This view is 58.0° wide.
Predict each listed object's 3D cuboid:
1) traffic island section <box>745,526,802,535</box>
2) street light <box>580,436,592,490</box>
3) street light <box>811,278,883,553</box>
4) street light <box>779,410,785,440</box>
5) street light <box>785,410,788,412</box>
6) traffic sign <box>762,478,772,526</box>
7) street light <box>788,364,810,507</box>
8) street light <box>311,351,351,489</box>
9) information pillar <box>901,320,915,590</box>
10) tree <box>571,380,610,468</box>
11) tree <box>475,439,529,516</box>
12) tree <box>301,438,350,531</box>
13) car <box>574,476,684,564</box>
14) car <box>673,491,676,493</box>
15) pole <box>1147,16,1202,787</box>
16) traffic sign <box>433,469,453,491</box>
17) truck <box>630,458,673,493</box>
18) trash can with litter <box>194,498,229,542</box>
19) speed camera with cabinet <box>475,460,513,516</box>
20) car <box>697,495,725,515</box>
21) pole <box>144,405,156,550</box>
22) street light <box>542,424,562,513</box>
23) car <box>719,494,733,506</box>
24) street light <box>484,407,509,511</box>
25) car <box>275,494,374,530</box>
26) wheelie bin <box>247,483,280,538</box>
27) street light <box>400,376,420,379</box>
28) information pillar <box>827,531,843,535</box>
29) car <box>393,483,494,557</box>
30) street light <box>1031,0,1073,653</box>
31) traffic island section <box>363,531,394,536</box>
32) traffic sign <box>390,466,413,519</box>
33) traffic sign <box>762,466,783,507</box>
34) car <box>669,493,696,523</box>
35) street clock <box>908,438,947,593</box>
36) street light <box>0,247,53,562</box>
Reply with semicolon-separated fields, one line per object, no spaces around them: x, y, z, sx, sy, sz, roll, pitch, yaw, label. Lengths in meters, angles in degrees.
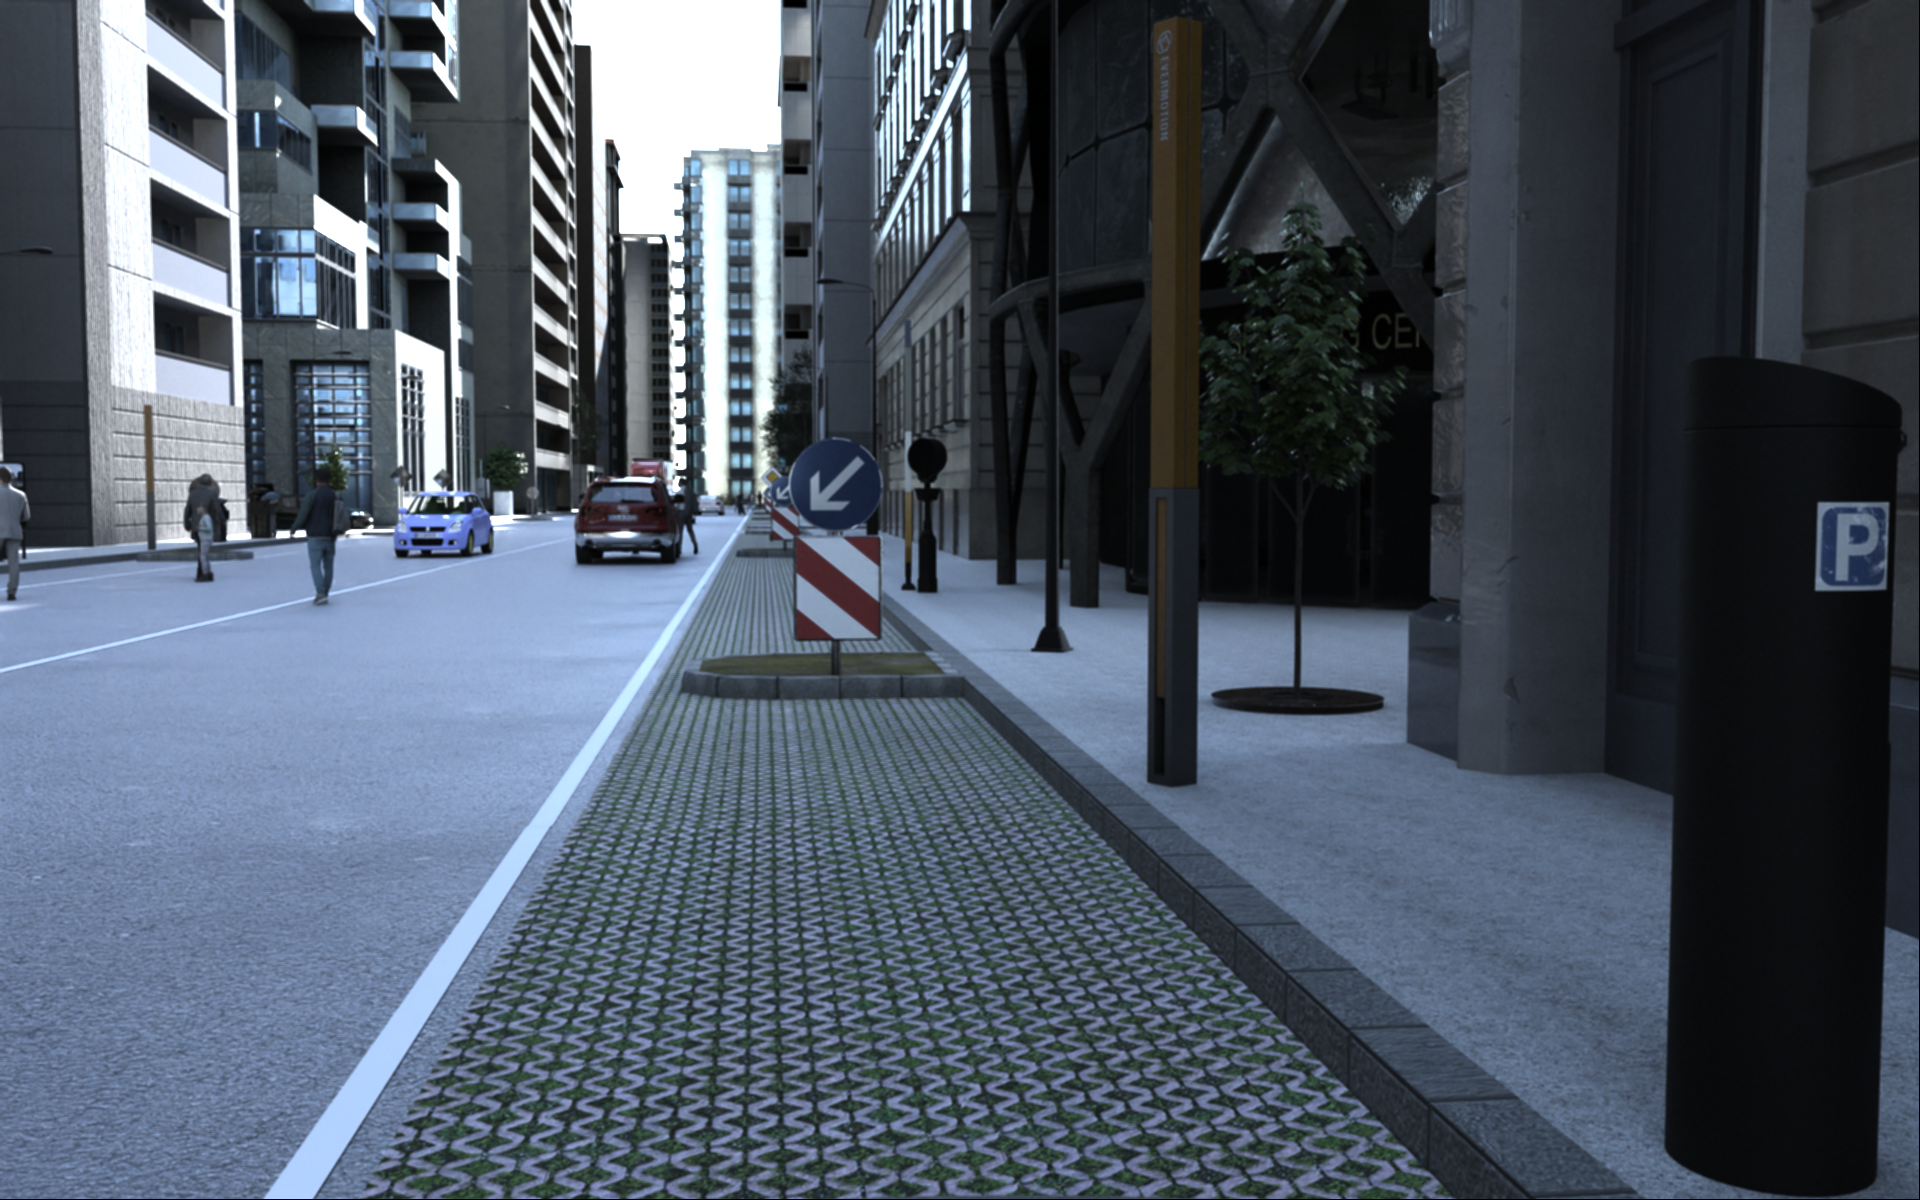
-6.685;-2.433;62.060;2.009;0.180;2.903;0;4;-7;traffic island section
-30.007;-10.202;139.345;1.470;5.913;1.316;0;4;-7;street light
-2.388;-3.972;37.485;1.470;5.913;1.316;0;4;-7;street light
-9.131;-7.549;95.962;1.470;5.913;1.316;0;4;-7;street light
-6.460;-6.110;72.439;1.470;5.913;1.316;0;4;-7;street light
-7.616;-4.053;69.914;0.795;2.450;0.064;0;4;-7;traffic sign
-5.301;-5.475;62.056;1.470;5.913;1.316;0;4;-7;street light
-20.421;-5.117;56.212;1.470;5.913;1.316;0;4;-7;street light
-0.692;-1.943;23.115;0.183;3.616;0.504;0;4;-2;information pillar
-30.834;-12.079;131.901;8.767;10.594;7.601;0;4;-8;tree
-27.474;-7.361;104.058;4.285;4.588;4.351;0;3;0;tree
-21.568;-3.984;59.743;1.663;3.219;1.824;0;3;0;tree
-7.100;-1.750;37.278;2.281;1.827;5.304;0;4;-7;car
-33.084;-11.864;202.649;2.281;1.827;5.304;0;4;-6;car
0.940;-0.840;7.581;0.158;3.312;0.155;0;3;0;pole
-20.429;-3.965;68.473;0.795;2.450;0.064;0;4;-7;traffic sign
-24.600;-9.124;138.088;2.839;4.237;11.283;0;4;-5;truck
-20.082;-2.135;46.290;1.055;1.170;0.624;1;4;16;trash can with litter
-26.895;-6.460;99.964;2.038;3.252;0.660;0;4;4;speed camera with cabinet
-17.037;-6.454;117.887;2.083;1.381;4.827;0;4;-5;car
-18.617;-2.811;39.809;0.158;3.312;0.155;0;3;0;pole
-27.232;-8.745;115.518;1.470;5.913;1.316;0;4;-7;street light
-29.000;-12.457;213.887;2.015;1.641;3.980;0;4;-6;car
-24.646;-7.305;91.985;1.470;5.913;1.316;0;4;-7;street light
-23.805;-3.297;63.698;4.222;1.686;2.009;0;4;-7;car
-20.249;-2.593;50.308;0.980;1.594;0.693;0;4;-4;wheelie bin
-21.900;-5.847;68.144;1.470;5.913;1.316;0;4;-7;street light
-3.320;-2.536;45.958;0.304;2.012;0.304;2;4;32;information pillar
-12.070;-1.894;40.550;1.945;1.707;3.694;0;4;-5;car
0.217;-2.533;13.954;1.470;5.913;1.316;0;4;-7;street light
-19.543;-2.344;60.598;2.009;0.180;2.903;0;4;-7;traffic island section
-19.520;-3.480;60.539;0.795;2.450;0.064;0;4;-7;traffic sign
-6.707;-3.568;61.980;0.795;2.450;0.064;0;4;-7;traffic sign
-13.693;-4.540;83.269;2.155;1.783;4.494;0;4;-5;car
-0.424;-1.100;22.549;0.471;2.002;0.358;2;4;33;street clock
-17.773;-3.679;32.686;1.470;5.913;1.316;0;4;-7;street light
